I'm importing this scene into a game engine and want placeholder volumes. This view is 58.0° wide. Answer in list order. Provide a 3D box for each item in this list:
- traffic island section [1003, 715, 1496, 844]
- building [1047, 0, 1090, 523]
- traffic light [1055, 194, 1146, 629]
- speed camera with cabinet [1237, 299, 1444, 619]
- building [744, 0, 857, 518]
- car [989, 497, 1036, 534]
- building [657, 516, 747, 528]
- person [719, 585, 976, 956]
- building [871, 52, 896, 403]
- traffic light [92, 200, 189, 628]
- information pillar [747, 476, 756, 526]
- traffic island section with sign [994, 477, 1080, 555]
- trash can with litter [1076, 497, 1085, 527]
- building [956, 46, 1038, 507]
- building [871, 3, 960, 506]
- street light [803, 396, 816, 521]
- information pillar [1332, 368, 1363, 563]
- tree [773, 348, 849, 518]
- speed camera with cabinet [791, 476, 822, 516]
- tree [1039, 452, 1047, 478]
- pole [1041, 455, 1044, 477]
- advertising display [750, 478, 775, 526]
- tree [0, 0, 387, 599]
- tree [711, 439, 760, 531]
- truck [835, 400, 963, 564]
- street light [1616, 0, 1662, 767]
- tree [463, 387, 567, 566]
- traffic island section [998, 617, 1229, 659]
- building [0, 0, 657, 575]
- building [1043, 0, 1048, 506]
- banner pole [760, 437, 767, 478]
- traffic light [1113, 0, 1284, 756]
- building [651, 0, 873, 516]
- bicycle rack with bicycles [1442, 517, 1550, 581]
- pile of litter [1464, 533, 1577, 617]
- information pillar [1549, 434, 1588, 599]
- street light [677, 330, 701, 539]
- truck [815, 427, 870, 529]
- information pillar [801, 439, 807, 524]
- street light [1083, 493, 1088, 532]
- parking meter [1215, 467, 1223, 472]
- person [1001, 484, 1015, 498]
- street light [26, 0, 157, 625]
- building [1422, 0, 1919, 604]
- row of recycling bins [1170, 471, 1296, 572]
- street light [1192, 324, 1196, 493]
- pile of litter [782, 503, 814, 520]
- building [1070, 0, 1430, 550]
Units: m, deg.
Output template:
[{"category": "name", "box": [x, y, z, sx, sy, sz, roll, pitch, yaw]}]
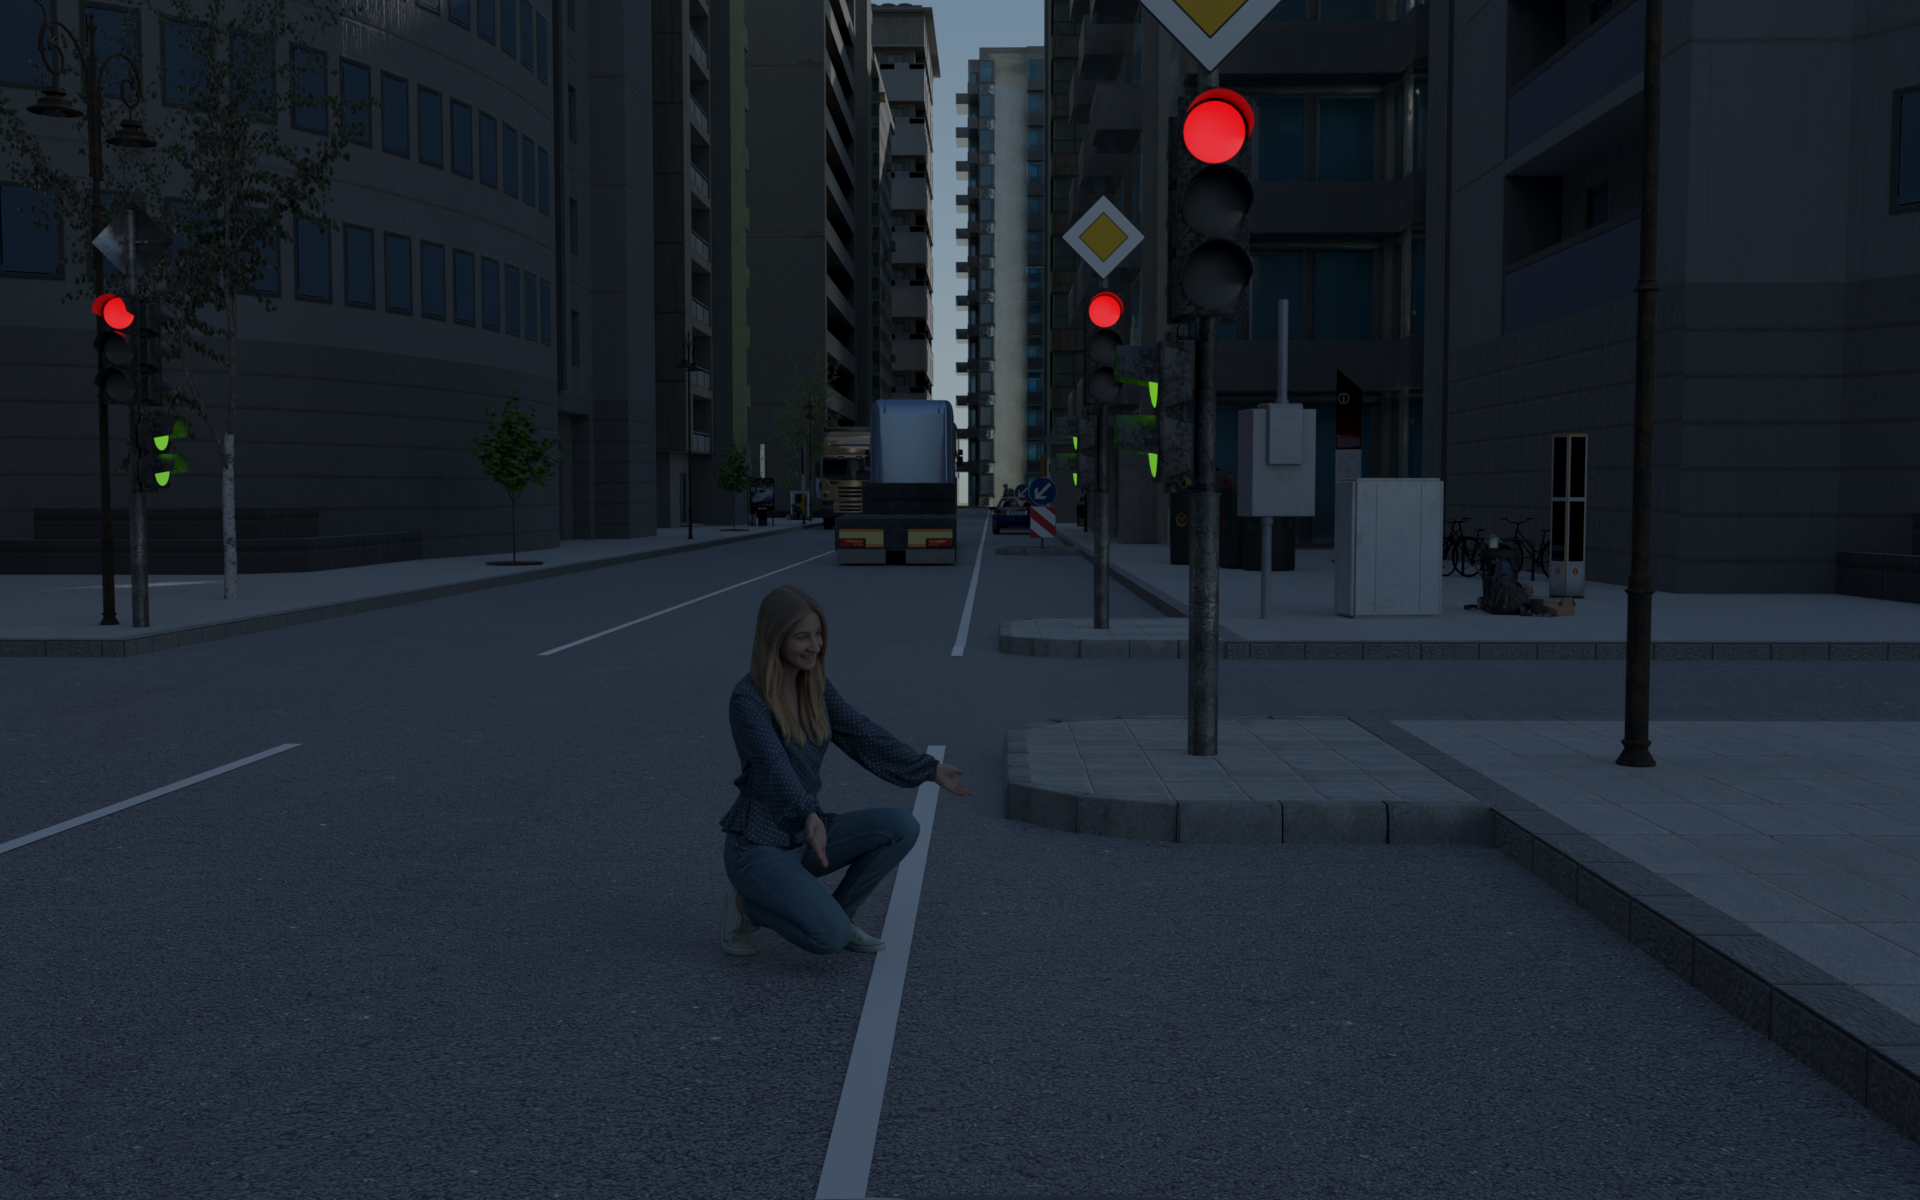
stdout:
[{"category": "traffic island section", "box": [1.219, 0.840, 8.548, 2.009, 0.180, 2.903, 0, 4, 1]}, {"category": "building", "box": [11.115, -18.972, 81.894, 14.160, 30.474, 14.107, 0, 4, 1]}, {"category": "traffic light", "box": [1.331, -1.682, 16.419, 0.839, 4.253, 0.868, 0, 4, 1]}, {"category": "speed camera with cabinet", "box": [3.948, -1.447, 17.990, 2.038, 3.252, 0.660, 0, 4, -7]}, {"category": "building", "box": [-17.618, -29.258, 102.063, 21.300, 48.544, 21.600, 0, 4, 1]}, {"category": "car", "box": [2.032, -3.076, 62.875, 1.945, 1.354, 3.894, 0, 4, 0]}, {"category": "building", "box": [-16.221, -23.472, 67.363, 14.154, 41.232, 14.086, 0, 4, 1]}, {"category": "person", "box": [-0.361, 0.526, 5.402, 0.738, 1.151, 1.012, 3, 4, 38]}, {"category": "building", "box": [-17.901, -28.133, 151.852, 23.993, 40.220, 32.217, 0, 4, 1]}, {"category": "traffic light", "box": [-7.879, -1.692, 16.578, 0.839, 4.253, 0.868, 0, 4, 1]}, {"category": "information pillar", "box": [-8.477, -4.032, 70.413, 0.304, 2.012, 0.304, -1, 4, -20]}, {"category": "traffic island section with sign", "box": [1.849, -2.006, 41.422, 1.989, 1.847, 2.006, 0, 4, 1]}, {"category": "trash can with litter", "box": [4.924, -3.501, 68.633, 0.624, 1.170, 1.055, 0, 4, -2]}, {"category": "building", "box": [14.857, -34.635, 185.887, 30.456, 49.044, 23.786, 0, 4, 1]}, {"category": "building", "box": [-14.061, -36.683, 189.008, 27.495, 52.752, 28.713, 0, 4, 1]}, {"category": "street light", "box": [-7.077, -6.661, 81.696, 0.468, 5.910, 1.993, 0, 4, 1]}, {"category": "information pillar", "box": [7.222, -2.502, 32.262, 0.504, 3.616, 0.183, 1, 4, 23]}, {"category": "tree", "box": [-7.658, -8.429, 88.172, 4.737, 8.622, 4.395, 0, 3, 0]}, {"category": "speed camera with cabinet", "box": [-7.902, -5.943, 91.512, 2.038, 3.252, 0.660, -1, 4, -14]}, {"category": "tree", "box": [6.016, -6.827, 95.336, 4.285, 4.588, 4.351, 0, 3, 0]}, {"category": "pole", "box": [4.348, -5.946, 91.058, 0.158, 3.312, 0.155, 0, 3, 0]}, {"category": "advertising display", "box": [-7.848, -3.892, 68.843, 0.974, 1.923, 0.123, 0, 4, 7]}, {"category": "tree", "box": [-9.167, -4.317, 20.944, 4.360, 8.622, 3.978, 0, 3, 0]}, {"category": "tree", "box": [-7.745, -4.016, 60.264, 1.663, 3.219, 1.824, 0, 3, 0]}, {"category": "truck", "box": [-1.334, -3.297, 43.663, 2.967, 4.110, 18.799, 0, 4, 0]}, {"category": "street light", "box": [3.204, -2.156, 8.033, 0.468, 5.910, 1.993, 0, 4, 1]}, {"category": "tree", "box": [-7.966, -2.251, 31.401, 1.663, 3.219, 1.824, 0, 3, 0]}, {"category": "traffic island section", "box": [1.371, 0.352, 16.532, 2.009, 0.180, 2.903, 0, 4, 1]}, {"category": "building", "box": [-20.094, -30.325, 37.809, 21.231, 58.520, 28.212, 0, 4, 1]}, {"category": "building", "box": [16.532, -35.632, 124.581, 21.231, 58.520, 28.212, 0, 4, 1]}, {"category": "banner pole", "box": [-8.611, -5.265, 76.094, 0.401, 3.779, 0.863, -2, 4, -29]}, {"category": "traffic light", "box": [1.179, -1.194, 8.435, 0.839, 4.253, 0.868, 0, 4, 1]}, {"category": "building", "box": [-13.528, -26.693, 120.021, 14.154, 41.232, 14.086, 0, 4, 1]}, {"category": "bicycle rack with bicycles", "box": [7.418, -0.789, 26.283, 2.852, 0.926, 2.925, -1, 4, -17]}, {"category": "pile of litter", "box": [6.114, -0.300, 18.877, 1.176, 0.858, 1.719, 1, 4, 15]}, {"category": "information pillar", "box": [7.466, -1.025, 21.257, 0.304, 2.012, 0.304, -1, 4, -23]}, {"category": "street light", "box": [-7.663, -4.665, 49.064, 0.468, 5.910, 1.993, 0, 4, 1]}, {"category": "truck", "box": [-4.460, -5.217, 74.211, 2.839, 4.237, 11.283, 0, 4, -1]}, {"category": "information pillar", "box": [-6.652, -5.030, 73.591, 0.183, 3.616, 0.504, 0, 4, 3]}, {"category": "street light", "box": [4.258, -5.243, 58.516, 0.468, 5.910, 1.993, 0, 4, 1]}, {"category": "parking meter", "box": [5.346, -1.874, 36.357, 0.255, 1.863, 0.399, 3, 5, 44]}, {"category": "person", "box": [1.958, -3.776, 70.043, 0.655, 1.846, 0.447, 3, 4, 37]}, {"category": "street light", "box": [-8.352, -2.694, 16.830, 0.468, 5.910, 1.993, 0, 4, 1]}, {"category": "building", "box": [23.298, -29.521, 24.662, 28.212, 58.520, 21.231, 0, 4, 1]}, {"category": "row of recycling bins", "box": [4.758, -1.420, 30.331, 1.069, 1.692, 3.534, -1, 4, -20]}, {"category": "street light", "box": [3.585, -3.268, 26.221, 0.468, 5.910, 1.993, 0, 4, 1]}, {"category": "pile of litter", "box": [-8.093, -4.377, 85.524, 1.719, 0.858, 1.176, 1, 4, 17]}, {"category": "building", "box": [14.723, -26.387, 51.028, 23.786, 49.044, 30.456, 0, 4, 1]}]
